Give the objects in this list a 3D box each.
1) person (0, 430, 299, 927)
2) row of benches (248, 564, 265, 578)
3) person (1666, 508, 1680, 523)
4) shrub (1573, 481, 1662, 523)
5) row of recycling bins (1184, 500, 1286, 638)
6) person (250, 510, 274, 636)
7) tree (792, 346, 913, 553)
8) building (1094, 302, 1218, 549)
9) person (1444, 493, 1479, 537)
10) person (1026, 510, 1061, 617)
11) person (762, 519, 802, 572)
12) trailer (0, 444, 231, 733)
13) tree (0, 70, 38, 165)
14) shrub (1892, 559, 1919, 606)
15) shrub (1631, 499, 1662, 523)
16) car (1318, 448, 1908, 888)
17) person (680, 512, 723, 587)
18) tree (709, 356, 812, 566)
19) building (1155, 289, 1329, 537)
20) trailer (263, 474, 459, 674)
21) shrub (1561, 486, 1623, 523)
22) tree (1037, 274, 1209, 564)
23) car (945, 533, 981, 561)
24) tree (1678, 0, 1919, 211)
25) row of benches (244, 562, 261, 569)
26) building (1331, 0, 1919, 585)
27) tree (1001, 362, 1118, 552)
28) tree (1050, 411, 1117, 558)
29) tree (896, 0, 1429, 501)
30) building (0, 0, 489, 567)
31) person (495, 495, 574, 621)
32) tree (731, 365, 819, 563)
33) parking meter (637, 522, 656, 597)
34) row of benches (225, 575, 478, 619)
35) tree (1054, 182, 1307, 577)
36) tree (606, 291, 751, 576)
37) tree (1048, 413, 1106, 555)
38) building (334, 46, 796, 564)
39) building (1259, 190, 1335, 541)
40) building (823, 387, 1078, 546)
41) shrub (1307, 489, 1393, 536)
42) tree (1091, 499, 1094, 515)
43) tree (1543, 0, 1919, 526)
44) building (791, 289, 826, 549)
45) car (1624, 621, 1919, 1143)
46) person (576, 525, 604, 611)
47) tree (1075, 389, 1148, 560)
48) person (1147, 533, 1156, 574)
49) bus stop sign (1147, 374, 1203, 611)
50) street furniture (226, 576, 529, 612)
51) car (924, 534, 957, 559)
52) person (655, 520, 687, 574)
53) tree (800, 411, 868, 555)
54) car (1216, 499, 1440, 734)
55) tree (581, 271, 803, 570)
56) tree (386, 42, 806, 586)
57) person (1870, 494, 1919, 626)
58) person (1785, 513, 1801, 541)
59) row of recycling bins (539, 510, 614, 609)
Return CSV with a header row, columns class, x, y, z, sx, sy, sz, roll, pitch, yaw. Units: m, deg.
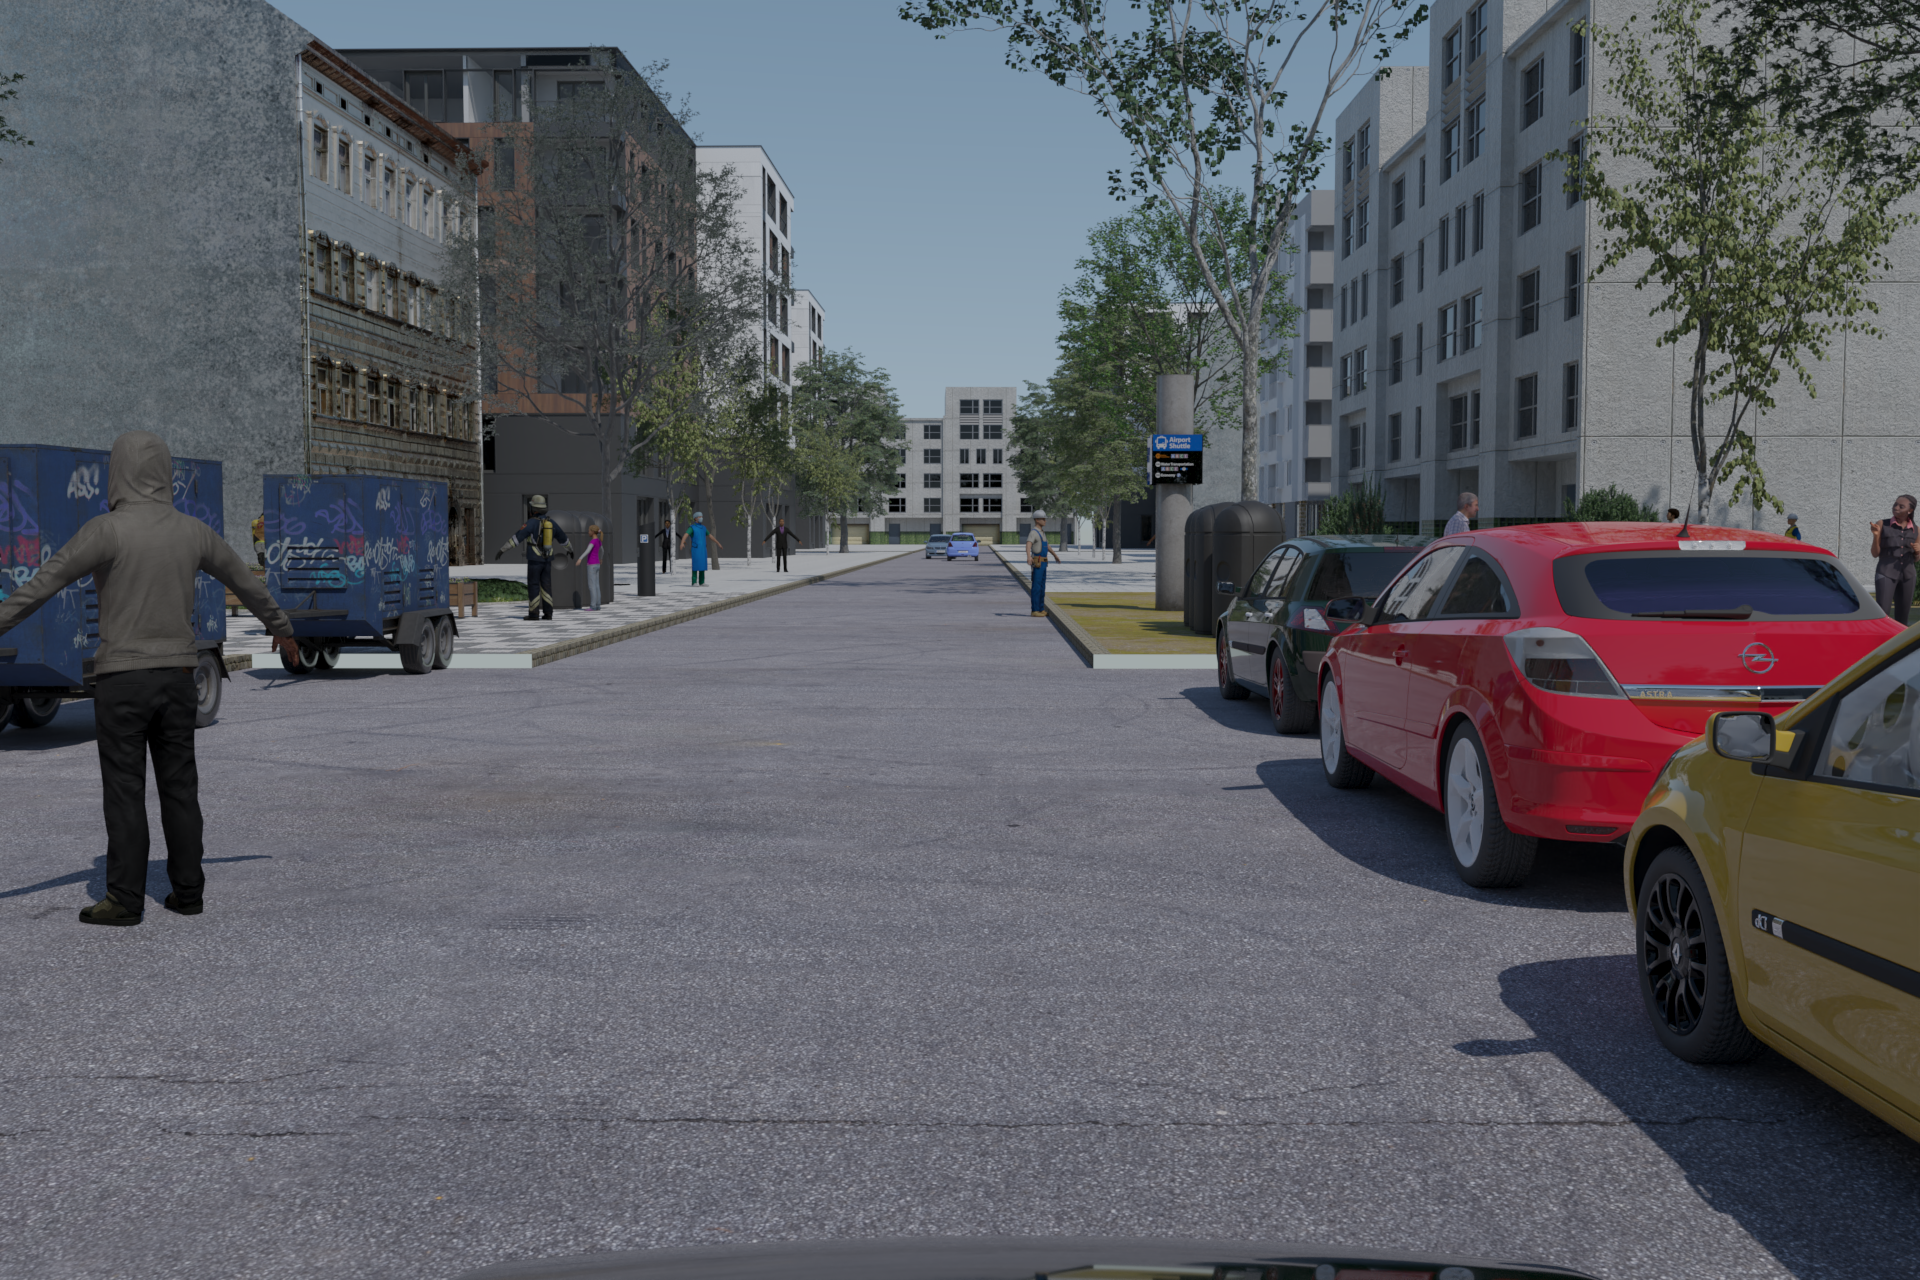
class,x,y,z,sx,sy,sz,roll,pitch,yaw
person,-3.044,0.131,6.448,0.705,1.813,1.348,3,4,38
row of benches,-15.612,-1.273,36.270,4.104,0.672,1.422,1,4,18
person,14.478,-1.779,35.279,0.705,1.806,1.347,1,4,16
shrub,9.696,-1.342,25.986,1.661,2.075,1.752,0,3,0
row of recycling bins,3.510,-0.950,22.650,1.069,1.692,3.534,0,3,0
person,-8.610,-0.985,21.870,0.705,1.858,1.354,0,4,1
tree,-7.834,-12.789,115.752,9.857,13.997,8.962,0,3,0
building,26.827,-19.882,169.038,27.936,21.610,32.646,0,4,0
person,5.228,-0.670,17.935,0.436,1.711,0.756,2,4,28
person,1.395,-1.327,30.002,0.705,1.847,1.347,2,4,25
person,-5.974,-3.172,58.091,1.346,1.802,0.704,-1,4,-14
trailer,-6.294,-0.286,11.727,1.471,1.999,3.904,0,4,1
tree,-12.376,-4.882,14.240,8.767,10.594,7.601,-3,4,-37
shrub,17.059,-1.221,31.073,1.383,1.207,1.383,0,3,0
shrub,12.368,-1.689,32.033,1.690,2.028,1.600,0,3,0
car,2.957,0.034,8.484,2.155,1.783,4.494,0,4,1
person,-6.334,-2.201,42.106,0.704,1.817,1.347,3,5,39
tree,-8.370,-7.314,69.945,4.737,8.622,4.395,0,3,0
building,26.379,-19.051,142.409,19.493,23.208,18.063,0,4,1
trailer,-6.157,-0.626,17.280,1.471,1.999,3.904,0,4,0
shrub,10.385,-1.488,28.378,1.661,2.075,1.752,0,3,0
tree,7.044,-9.534,74.010,7.486,12.596,7.792,0,3,0
car,0.157,-5.073,92.528,1.945,1.707,3.694,0,4,0
tree,8.740,-4.728,11.716,7.601,10.594,8.767,-3,5,-43
row of benches,-14.119,-1.393,38.232,4.104,0.672,1.422,0,4,8
building,24.116,-11.743,58.454,16.747,18.905,31.486,0,4,1
tree,7.434,-13.328,124.575,9.857,13.997,8.962,0,3,0
tree,7.426,-8.780,93.921,4.360,8.622,3.978,0,3,0
tree,5.397,-11.255,39.914,12.611,20.169,13.585,0,3,0
building,-29.113,-14.131,61.975,19.493,23.208,18.063,0,4,1
person,-6.274,-1.222,25.767,0.705,1.856,1.354,3,5,42
tree,-8.193,-7.664,75.662,4.360,8.622,3.978,0,3,0
parking meter,-6.465,-1.667,35.672,0.372,1.533,0.369,0,3,0
row of benches,-9.536,-0.685,26.660,4.104,0.672,1.422,0,4,5
tree,6.457,-7.674,51.225,9.928,11.665,9.643,0,3,0
tree,-8.643,-6.304,53.429,4.737,8.622,4.395,0,3,0
tree,7.240,-9.422,104.405,4.737,8.622,4.395,0,3,0
building,-24.420,-15.022,89.584,27.936,21.610,32.646,0,4,2
building,22.022,-14.684,96.498,16.016,20.090,11.380,0,4,1
building,-1.836,-21.148,214.687,31.486,18.905,16.747,0,4,-1
shrub,6.300,-1.467,28.407,1.690,2.028,1.600,0,3,0
tree,18.156,-15.852,209.538,4.360,8.622,3.978,0,3,0
tree,9.315,-4.316,20.929,4.737,8.622,4.395,0,3,0
building,-26.593,-18.285,142.931,27.936,21.610,32.646,0,4,1
car,2.770,0.409,3.534,2.015,1.641,3.980,0,4,1
person,-6.150,-1.196,28.816,0.599,1.433,0.991,1,4,10
tree,6.842,-8.210,84.597,4.360,8.622,3.978,0,3,0
person,6.428,-3.008,55.328,0.704,1.843,1.345,-2,4,-28
bus stop sign,3.581,-2.440,28.917,0.837,3.901,0.837,0,4,1
street furniture,-13.015,-0.954,31.225,10.072,0.657,5.734,0,4,-2
car,-1.078,-5.400,100.289,2.014,1.417,4.499,0,4,1
person,-9.398,-2.995,55.685,1.216,1.740,0.721,0,4,-5
tree,-7.713,-9.393,103.936,4.737,8.622,4.395,0,3,0
car,3.120,-0.245,13.799,2.009,1.686,4.222,0,4,0
tree,-9.013,-7.784,61.673,7.601,10.594,8.767,2,4,26
tree,-8.743,-8.108,42.930,12.009,13.543,11.850,0,3,0
person,8.520,-0.506,15.779,0.593,1.643,0.415,-3,4,-38
person,19.554,-2.108,40.934,0.721,1.772,1.216,0,4,4
row of recycling bins,-6.890,-1.470,31.143,1.069,1.692,3.534,0,3,0
